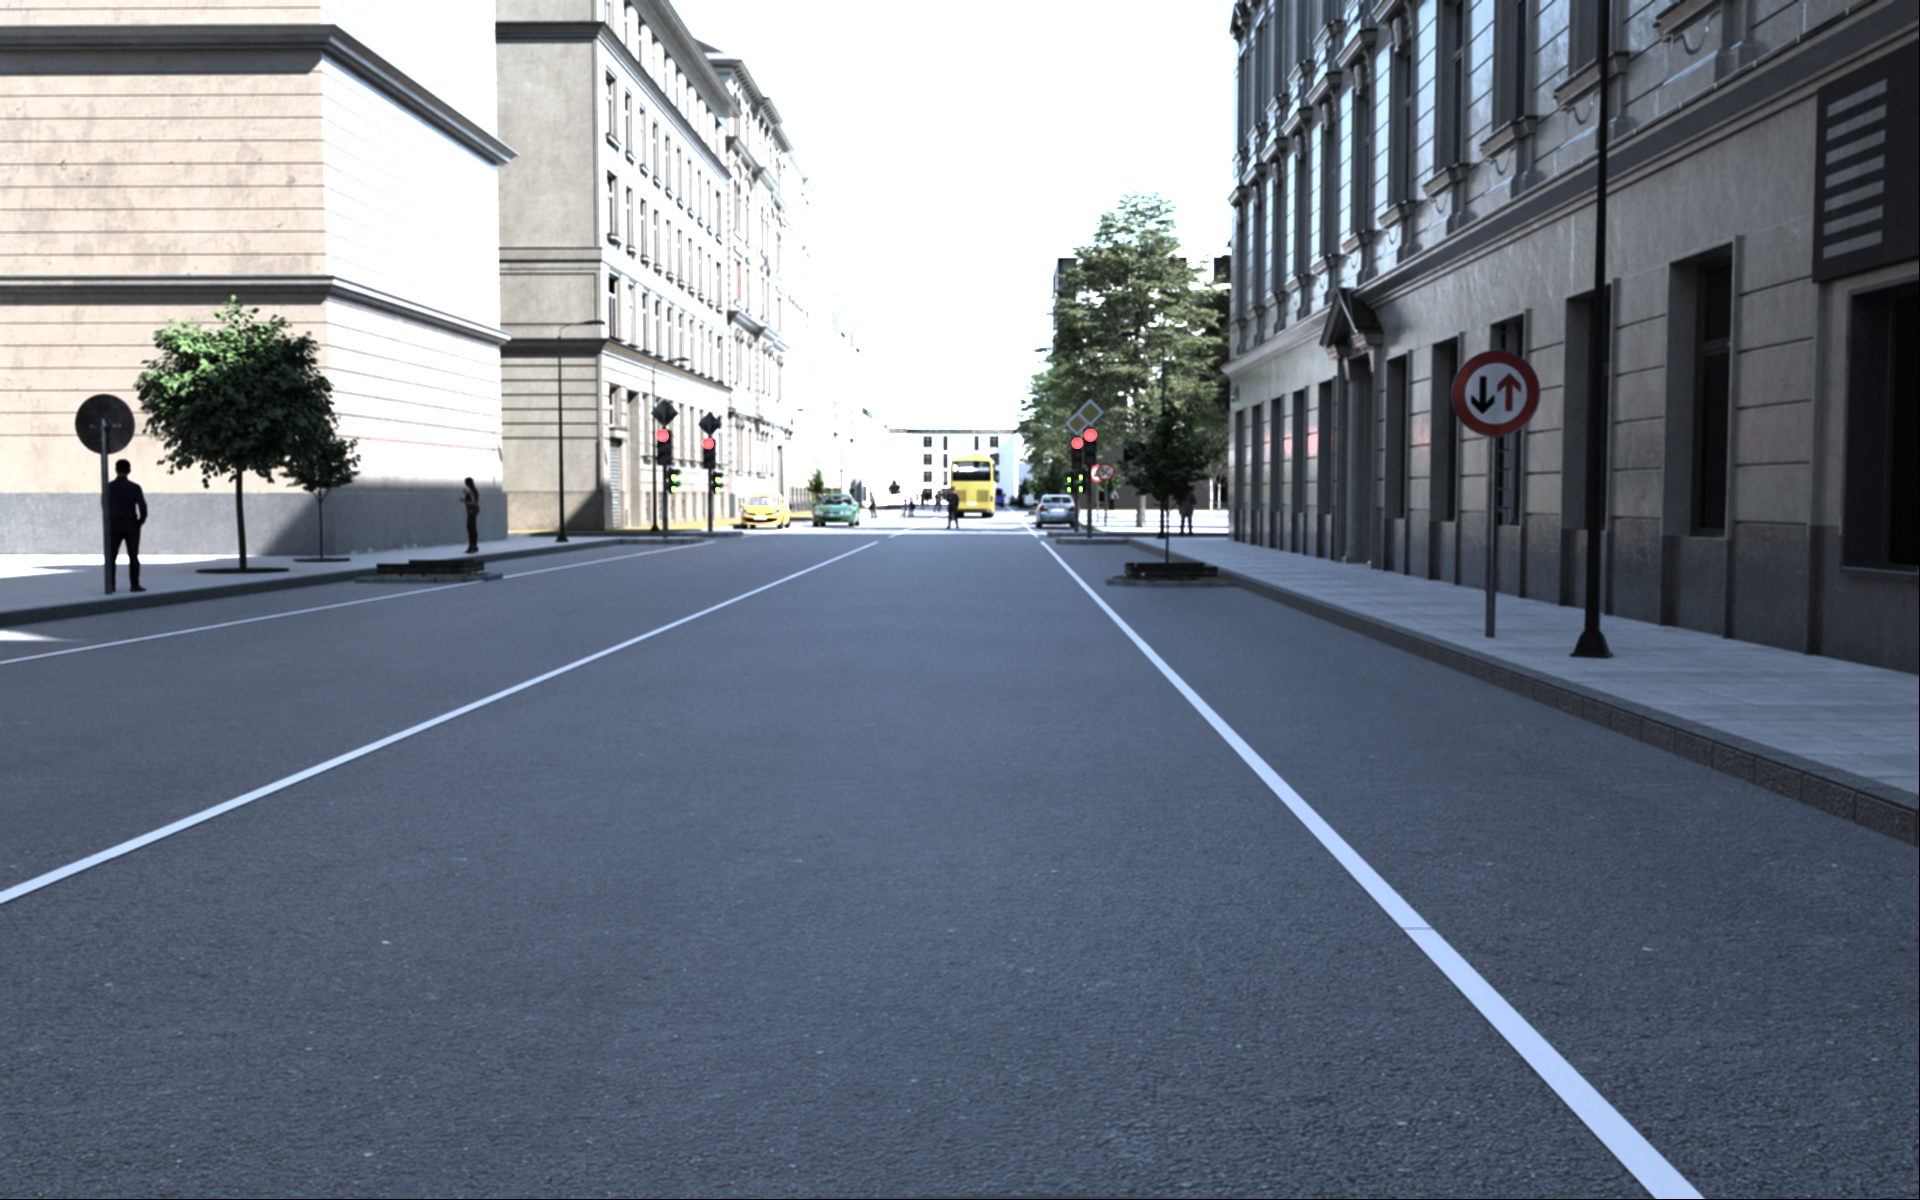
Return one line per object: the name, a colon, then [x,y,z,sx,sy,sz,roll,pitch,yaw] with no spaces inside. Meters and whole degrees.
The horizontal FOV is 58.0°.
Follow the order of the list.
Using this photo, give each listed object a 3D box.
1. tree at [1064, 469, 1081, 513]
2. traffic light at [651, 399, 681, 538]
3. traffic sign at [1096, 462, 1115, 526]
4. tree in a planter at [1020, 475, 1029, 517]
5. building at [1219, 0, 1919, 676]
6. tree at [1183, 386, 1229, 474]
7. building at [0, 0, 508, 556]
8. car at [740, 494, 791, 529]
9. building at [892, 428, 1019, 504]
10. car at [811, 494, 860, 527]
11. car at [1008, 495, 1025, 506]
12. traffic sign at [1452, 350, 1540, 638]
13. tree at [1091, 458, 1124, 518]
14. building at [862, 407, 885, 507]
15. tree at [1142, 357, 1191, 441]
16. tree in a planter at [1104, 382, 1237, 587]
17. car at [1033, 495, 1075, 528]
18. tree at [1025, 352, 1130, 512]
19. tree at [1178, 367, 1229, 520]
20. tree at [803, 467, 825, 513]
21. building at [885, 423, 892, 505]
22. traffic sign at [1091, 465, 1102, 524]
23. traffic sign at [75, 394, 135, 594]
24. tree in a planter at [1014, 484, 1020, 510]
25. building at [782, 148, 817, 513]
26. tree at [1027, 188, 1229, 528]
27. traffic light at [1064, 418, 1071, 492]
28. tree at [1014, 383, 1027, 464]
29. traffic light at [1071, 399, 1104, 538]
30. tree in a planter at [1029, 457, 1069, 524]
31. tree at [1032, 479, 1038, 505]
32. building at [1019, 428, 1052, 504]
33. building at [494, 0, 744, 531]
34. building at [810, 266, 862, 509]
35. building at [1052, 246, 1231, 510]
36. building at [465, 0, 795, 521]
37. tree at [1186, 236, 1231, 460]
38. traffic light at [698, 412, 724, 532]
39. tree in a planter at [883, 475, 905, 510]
tree: [7.742,-7.589,118.685,1.663,3.219,1.824,0,3,0]
traffic light: [-8.606,-3.752,50.591,0.839,4.213,0.868,0,4,1]
traffic sign: [5.881,-4.270,69.913,0.768,2.556,0.104,1,4,10]
tree in a planter: [5.011,-6.897,109.987,1.991,3.239,1.994,0,4,1]
building: [14.942,-15.267,26.024,17.030,29.872,44.131,0,4,1]
tree: [15.280,-10.487,93.519,6.751,12.117,7.091,0,3,0]
building: [-23.988,-15.570,41.953,23.554,28.519,14.401,0,4,1]
car: [-8.051,-3.768,71.838,2.015,1.641,3.980,0,4,1]
building: [-6.809,-17.200,223.371,28.070,9.664,9.099,0,4,1]
car: [-5.471,-3.985,76.957,2.131,1.459,4.920,0,4,1]
car: [6.793,-11.951,207.977,1.945,1.354,3.894,0,3,0]
traffic sign: [4.748,-0.937,15.434,0.768,2.556,0.104,0,4,4]
tree: [7.827,-5.975,92.290,1.663,3.219,1.824,0,3,0]
building: [-13.522,-14.565,180.286,9.099,9.664,28.070,0,4,1]
tree: [14.784,-11.040,114.913,7.601,10.594,8.767,-2,4,-25]
tree in a planter: [3.327,-1.863,27.684,1.991,3.239,1.994,0,4,1]
car: [4.113,-3.791,73.980,2.014,1.417,4.499,0,4,2]
tree: [8.573,-12.268,126.329,9.928,11.665,9.643,0,3,0]
tree: [12.579,-8.240,85.080,4.360,8.622,3.978,0,3,0]
tree: [-9.636,-7.569,118.354,1.663,3.219,1.824,0,3,0]
building: [-22.702,-16.081,205.073,28.070,9.664,9.099,0,4,1]
traffic sign: [5.980,-4.590,75.160,0.768,2.556,0.104,0,4,5]
traffic sign: [-10.903,-1.345,22.097,0.768,2.556,0.104,0,4,2]
tree in a planter: [6.060,-10.024,161.118,1.991,3.239,1.994,0,4,1]
building: [-17.772,-20.613,122.927,13.634,28.700,20.117,0,4,1]
tree: [6.459,-8.995,65.197,7.486,12.596,7.792,0,3,0]
traffic light: [3.917,-4.226,58.339,0.839,4.213,0.868,0,4,1]
tree: [7.893,-13.448,138.000,7.486,12.596,7.792,0,3,0]
traffic light: [3.753,-3.738,50.356,0.839,4.213,0.868,0,4,1]
tree in a planter: [4.455,-5.247,83.015,1.991,3.239,1.994,0,4,1]
tree: [8.907,-12.897,205.467,1.663,3.219,1.824,0,3,0]
building: [21.252,-17.156,222.646,28.070,9.664,9.099,0,4,1]
building: [-19.406,-14.737,74.242,16.112,22.955,30.059,0,4,1]
building: [-18.085,-17.365,150.368,16.747,18.905,31.486,0,4,1]
building: [22.314,-19.284,159.269,27.936,21.610,32.646,0,4,1]
building: [-17.755,-19.181,101.005,14.401,28.519,23.554,0,4,1]
tree: [13.429,-10.337,76.430,7.806,13.903,7.818,0,3,0]
traffic light: [-8.442,-4.240,58.575,0.839,4.213,0.868,0,4,1]
tree in a planter: [-6.085,-9.980,160.392,1.991,3.239,1.994,0,4,1]
